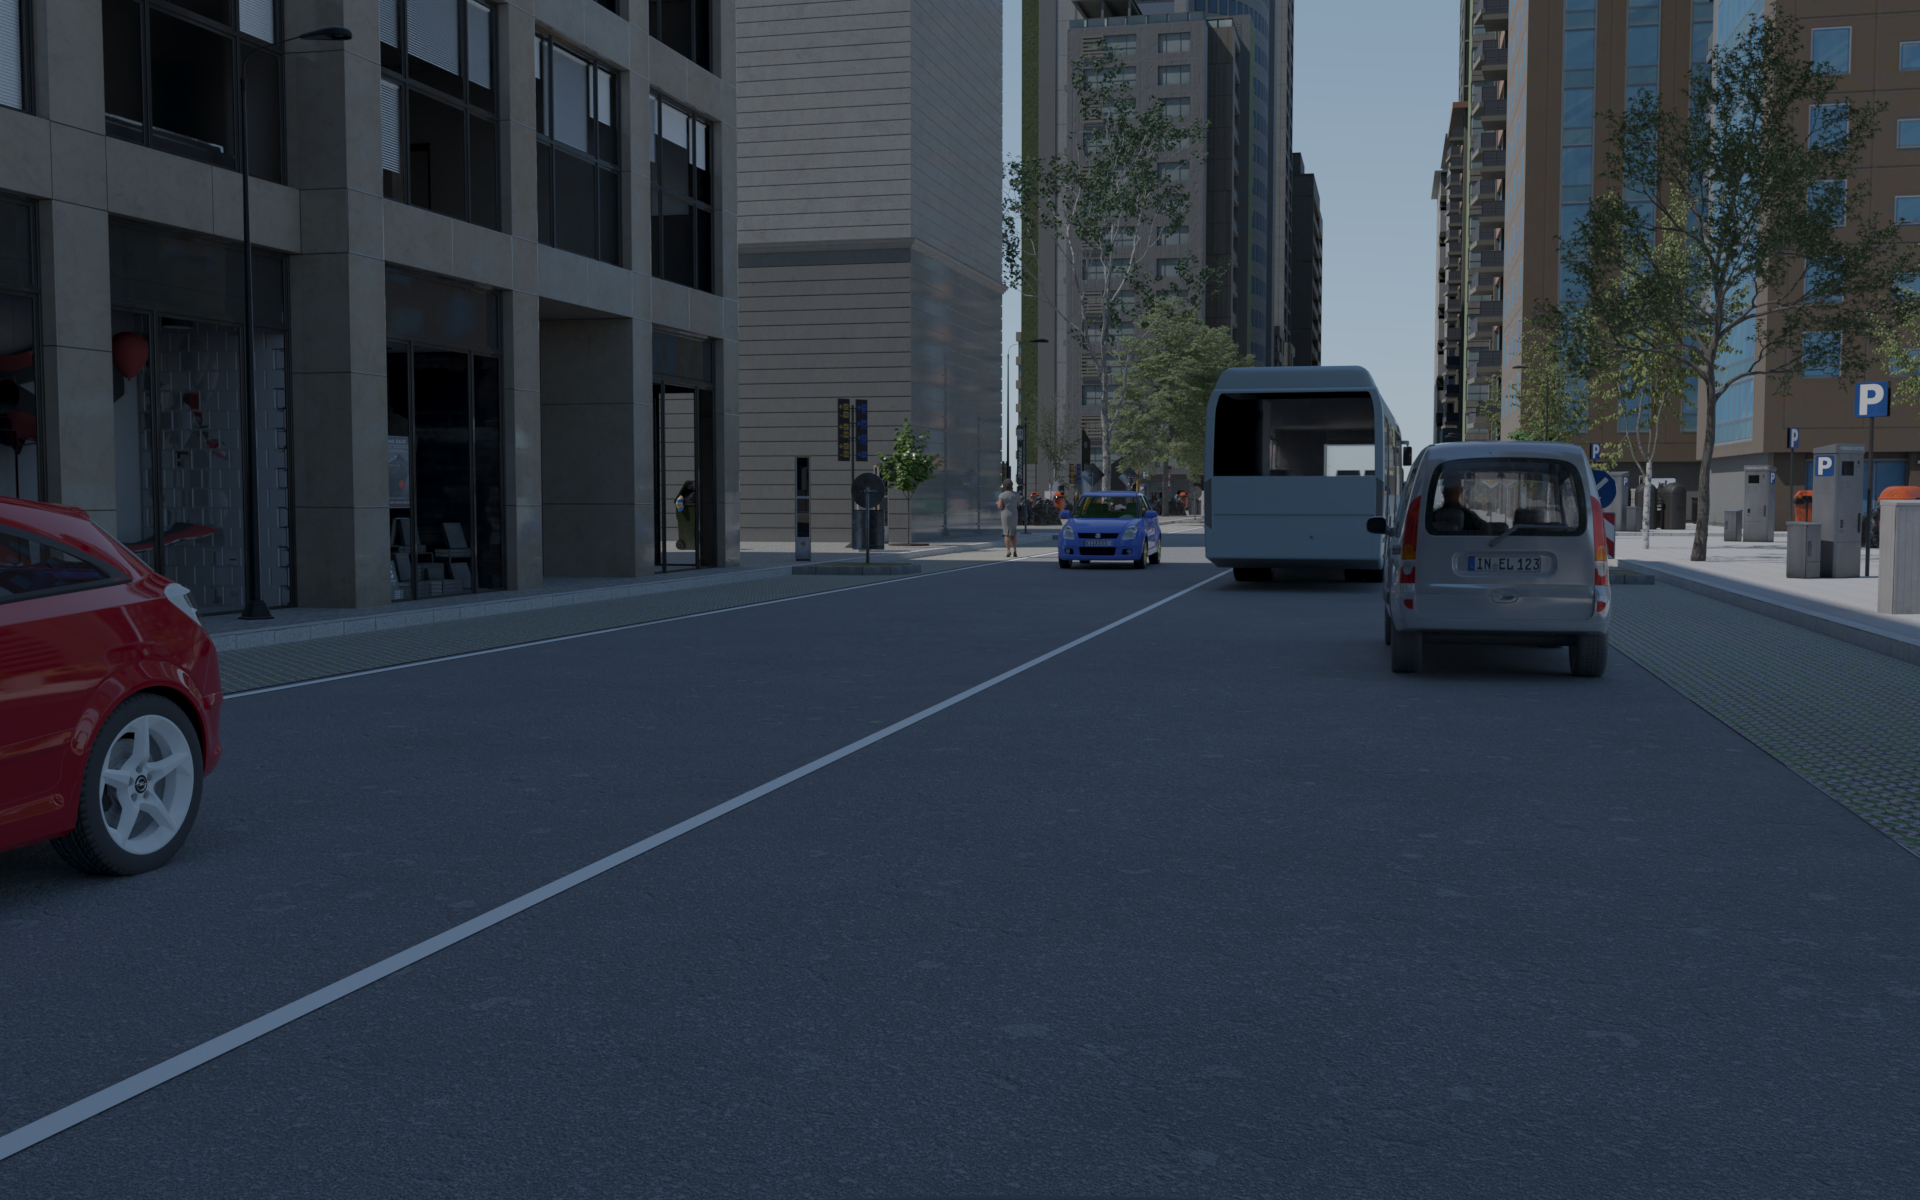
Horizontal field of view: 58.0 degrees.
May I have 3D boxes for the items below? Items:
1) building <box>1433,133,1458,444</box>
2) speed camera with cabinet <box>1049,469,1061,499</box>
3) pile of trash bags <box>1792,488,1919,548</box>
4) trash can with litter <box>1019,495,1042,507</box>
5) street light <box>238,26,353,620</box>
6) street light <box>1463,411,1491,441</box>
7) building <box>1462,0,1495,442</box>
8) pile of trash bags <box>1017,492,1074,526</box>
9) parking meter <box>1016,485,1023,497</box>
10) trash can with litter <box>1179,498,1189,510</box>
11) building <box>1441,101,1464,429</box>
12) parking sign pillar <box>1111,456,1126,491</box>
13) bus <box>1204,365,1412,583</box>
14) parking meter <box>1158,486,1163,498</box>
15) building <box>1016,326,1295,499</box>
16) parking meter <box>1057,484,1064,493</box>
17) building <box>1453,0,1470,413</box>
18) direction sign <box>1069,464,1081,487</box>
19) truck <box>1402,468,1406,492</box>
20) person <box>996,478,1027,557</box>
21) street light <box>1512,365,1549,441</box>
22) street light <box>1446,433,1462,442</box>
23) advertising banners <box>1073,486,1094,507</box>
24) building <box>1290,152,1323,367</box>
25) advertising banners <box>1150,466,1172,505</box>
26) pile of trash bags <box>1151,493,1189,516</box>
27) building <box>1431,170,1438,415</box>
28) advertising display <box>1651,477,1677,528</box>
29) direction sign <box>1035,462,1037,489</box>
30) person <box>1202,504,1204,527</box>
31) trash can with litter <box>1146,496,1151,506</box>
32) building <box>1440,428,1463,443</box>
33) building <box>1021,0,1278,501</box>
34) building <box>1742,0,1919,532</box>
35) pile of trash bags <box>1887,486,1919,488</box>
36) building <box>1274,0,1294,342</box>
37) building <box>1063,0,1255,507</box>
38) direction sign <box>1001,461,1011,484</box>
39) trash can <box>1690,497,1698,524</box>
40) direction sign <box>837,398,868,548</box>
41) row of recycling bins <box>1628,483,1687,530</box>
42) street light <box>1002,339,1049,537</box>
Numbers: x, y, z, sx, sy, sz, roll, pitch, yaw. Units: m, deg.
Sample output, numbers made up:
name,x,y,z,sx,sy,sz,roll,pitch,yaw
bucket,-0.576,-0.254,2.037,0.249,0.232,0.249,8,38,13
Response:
name,x,y,z,sx,sy,sz,roll,pitch,yaw
building,82.222,-39.974,242.808,28.713,52.752,27.495,1,4,14
speed camera with cabinet,7.043,-8.158,127.716,0.660,3.252,2.038,1,4,13
pile of trash bags,21.789,-1.936,41.408,3.447,1.369,1.912,1,4,23
trash can with litter,4.131,-5.527,101.431,2.233,1.210,1.678,0,4,4
street light,-6.708,-2.749,17.483,1.470,5.913,1.316,1,4,14
street light,29.170,-7.626,97.223,1.470,5.913,1.316,1,4,14
building,47.483,-27.781,137.816,14.154,41.232,14.086,1,4,14
pile of trash bags,3.395,-3.768,71.352,1.912,1.369,3.447,2,4,31
parking meter,3.696,-6.235,107.645,0.399,1.863,0.255,-1,4,-13
trash can with litter,17.677,-7.590,135.485,1.055,1.170,0.624,-1,4,-20
building,64.392,-32.681,188.963,22.147,44.769,28.867,1,4,14
parking sign pillar,10.503,-7.836,116.583,1.447,3.967,1.447,0,4,0
bus,6.570,-2.233,31.371,2.948,3.499,13.247,1,4,15
parking meter,14.673,-7.399,126.687,0.399,1.863,0.255,1,4,18
building,22.842,-21.425,195.337,27.650,21.520,28.899,1,4,14
parking meter,6.038,-5.998,103.774,0.399,1.863,0.255,-1,4,-22
building,71.709,-47.821,220.117,20.563,71.187,20.611,1,4,14
direction sign,8.628,-8.434,129.885,0.876,3.537,0.379,0,4,7
truck,42.859,-11.093,171.123,2.967,4.110,18.799,1,4,12
person,1.161,-1.848,39.076,0.716,1.782,0.532,-1,4,-20
street light,20.600,-5.503,62.511,1.470,5.913,1.316,1,4,14
street light,39.336,-10.114,137.907,1.470,5.913,1.316,1,4,14
advertising banners,8.181,-7.216,114.161,0.090,3.025,2.074,-3,5,-41
building,40.492,-38.325,250.321,21.300,48.544,21.600,1,4,14
advertising banners,12.459,-6.789,107.190,2.074,3.025,0.090,-3,5,-45
pile of trash bags,12.656,-5.699,102.924,1.912,1.369,3.447,2,4,34
building,88.093,-41.614,269.630,28.713,52.752,27.495,1,4,14
advertising display,26.298,-3.648,64.851,0.974,1.923,0.123,2,4,29
direction sign,5.411,-8.028,123.253,0.379,3.537,0.876,0,4,6
person,10.693,-4.025,74.174,0.638,1.841,0.748,-2,4,-32
trash can with litter,13.098,-6.694,120.838,0.624,1.170,1.055,2,4,30
building,56.534,-51.736,158.548,22.319,86.520,31.000,1,4,14
building,18.655,-38.158,165.876,21.231,58.520,28.212,1,4,14
building,35.796,-25.222,62.490,14.200,45.320,14.600,1,4,14
pile of trash bags,11.897,-0.647,20.329,3.447,1.369,1.912,-2,4,-31
building,35.481,-48.374,229.166,20.563,71.187,20.611,1,4,14
building,16.878,-28.226,145.085,14.154,41.232,14.086,1,4,14
direction sign,3.104,-7.748,118.676,0.379,3.537,0.876,2,4,33
trash can,31.587,-3.813,74.002,0.748,1.137,0.748,0,3,0
direction sign,-2.558,-3.017,41.327,0.876,3.537,0.379,-3,5,-41
row of recycling bins,24.401,-3.402,62.731,3.534,1.692,1.069,1,4,21
street light,1.970,-4.861,52.021,1.470,5.913,1.316,1,4,14
